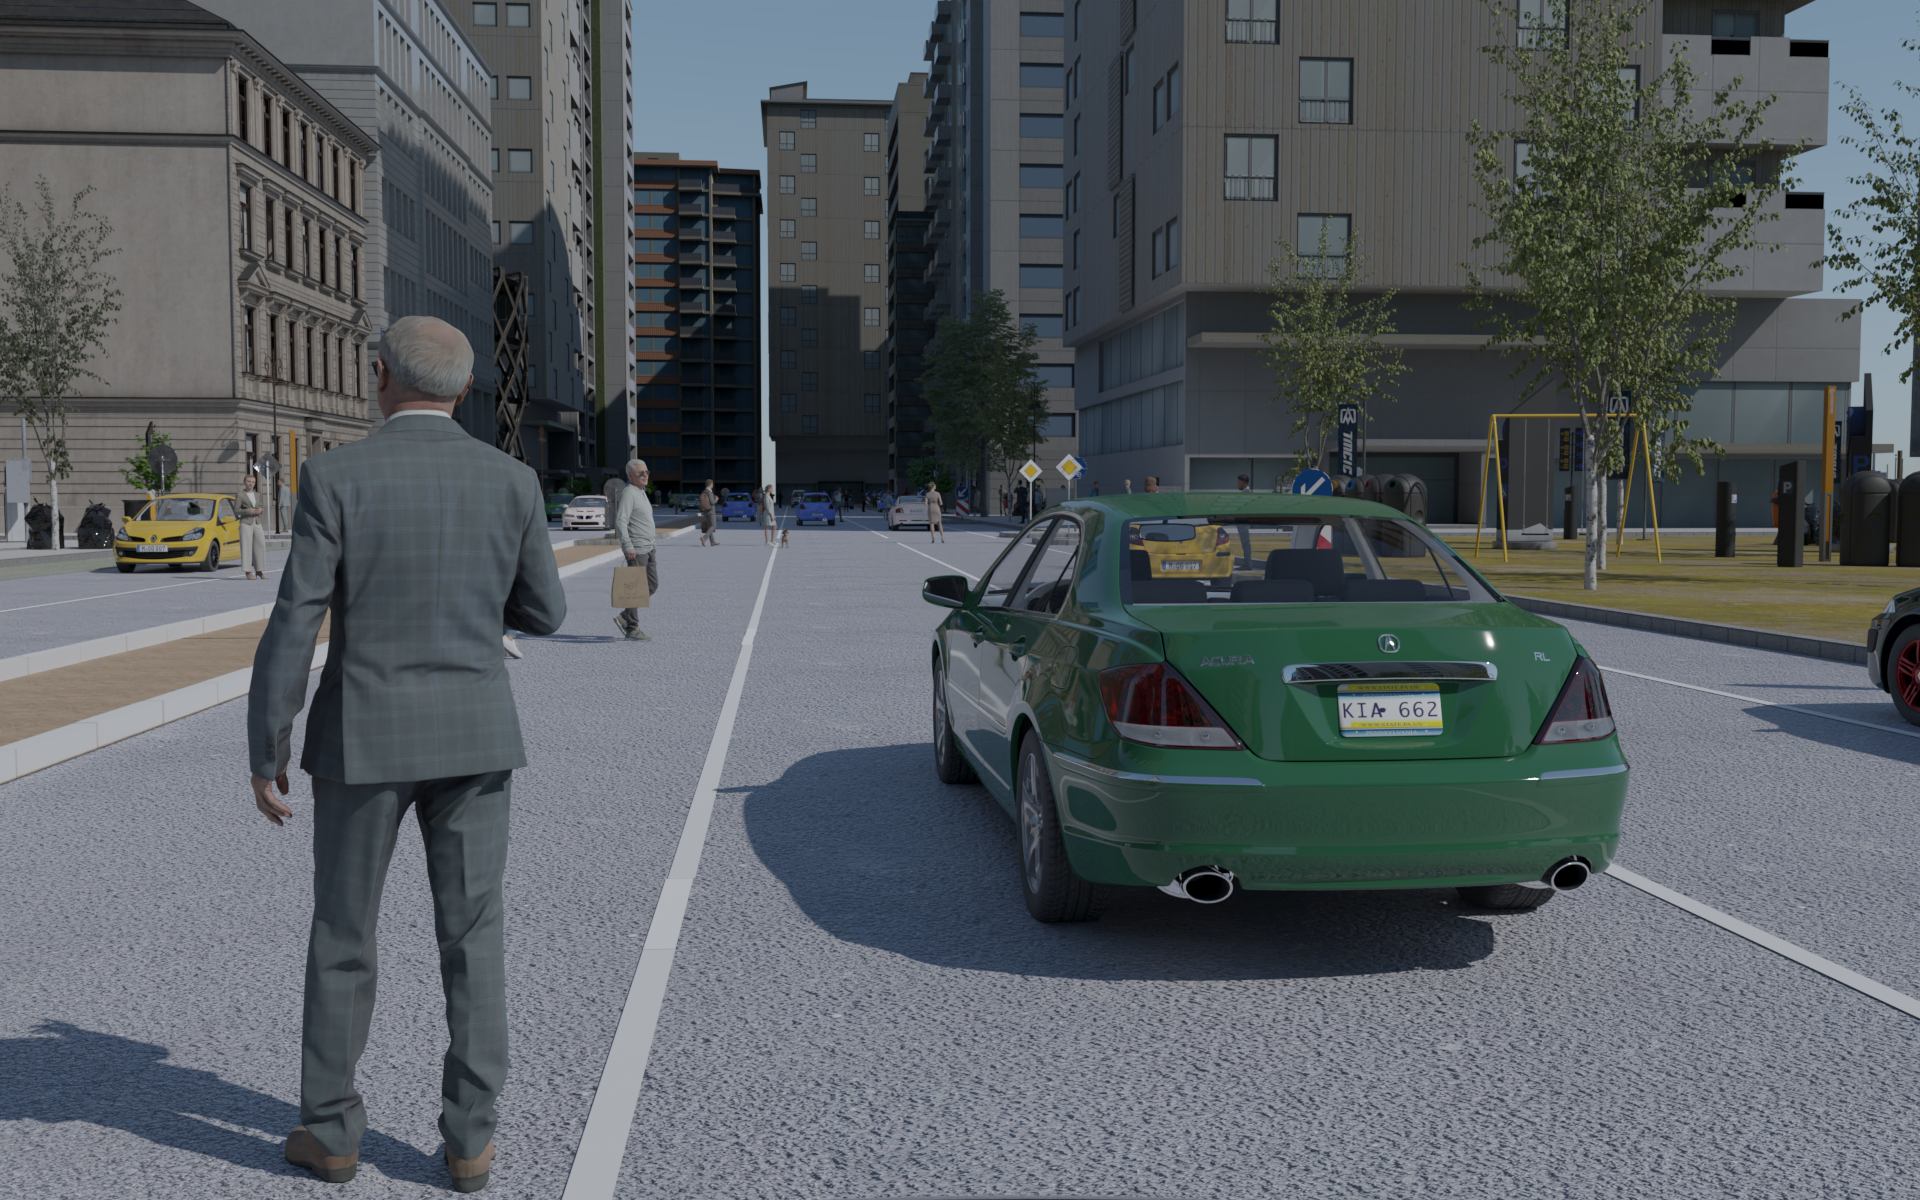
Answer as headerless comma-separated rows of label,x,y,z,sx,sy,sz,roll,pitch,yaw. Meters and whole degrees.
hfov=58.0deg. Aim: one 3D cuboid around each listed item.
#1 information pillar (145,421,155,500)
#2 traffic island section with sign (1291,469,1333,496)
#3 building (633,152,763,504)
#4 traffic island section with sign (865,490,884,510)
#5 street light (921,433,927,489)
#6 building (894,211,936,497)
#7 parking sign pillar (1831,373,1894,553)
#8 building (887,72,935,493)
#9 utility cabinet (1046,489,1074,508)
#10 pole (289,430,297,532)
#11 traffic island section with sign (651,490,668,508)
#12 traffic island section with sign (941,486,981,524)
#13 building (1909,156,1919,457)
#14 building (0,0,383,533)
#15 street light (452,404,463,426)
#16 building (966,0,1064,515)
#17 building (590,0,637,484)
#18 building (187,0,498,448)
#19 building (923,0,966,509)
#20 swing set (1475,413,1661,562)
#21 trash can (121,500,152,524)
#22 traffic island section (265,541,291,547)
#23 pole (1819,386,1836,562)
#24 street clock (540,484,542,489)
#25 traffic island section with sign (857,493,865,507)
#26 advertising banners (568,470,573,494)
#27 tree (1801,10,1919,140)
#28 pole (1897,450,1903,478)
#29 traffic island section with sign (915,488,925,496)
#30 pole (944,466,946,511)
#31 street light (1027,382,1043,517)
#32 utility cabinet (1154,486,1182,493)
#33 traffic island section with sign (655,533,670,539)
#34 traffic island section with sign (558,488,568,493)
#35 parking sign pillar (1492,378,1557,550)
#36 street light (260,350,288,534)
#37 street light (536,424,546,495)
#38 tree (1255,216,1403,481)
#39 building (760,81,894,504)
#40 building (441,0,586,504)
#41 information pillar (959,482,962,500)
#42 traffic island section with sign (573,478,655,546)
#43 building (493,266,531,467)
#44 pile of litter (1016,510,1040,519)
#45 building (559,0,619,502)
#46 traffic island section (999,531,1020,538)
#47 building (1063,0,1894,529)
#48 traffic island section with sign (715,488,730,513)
information pillar,-25.897,-3.918,55.415,0.183,3.616,0.504,0,4,-6
traffic island section with sign,5.322,-1.173,27.810,1.989,1.847,2.006,0,4,-6
building,-40.024,-34.857,224.542,28.867,44.769,22.147,0,4,-6
traffic island section with sign,-7.477,-9.202,159.087,1.989,1.847,2.006,0,4,-6
street light,-2.766,-9.743,132.078,0.468,5.910,1.993,0,4,-6
building,0.062,-24.920,179.140,14.160,30.474,14.107,0,4,-6
parking sign pillar,19.794,-3.035,38.101,1.447,3.967,1.447,2,4,25
building,3.025,-35.065,197.012,21.300,48.544,21.600,0,4,-6
utility cabinet,4.068,-3.748,69.958,1.173,1.500,0.318,0,4,-4
pole,-21.242,-3.752,55.181,0.158,3.312,0.155,0,3,0
traffic island section with sign,-32.011,-10.713,183.789,1.989,1.847,2.006,0,4,-6
traffic island section with sign,-0.073,-4.559,83.159,1.989,1.847,2.006,0,4,-6
building,48.865,-23.527,68.263,14.086,41.232,14.154,0,4,-6
building,-29.331,-12.279,65.390,10.561,19.102,19.286,0,4,-6
street light,-24.831,-6.893,85.495,0.468,5.910,1.993,0,4,-6
building,10.930,-35.285,118.915,21.231,58.520,28.212,0,4,-6
building,-50.676,-39.757,192.024,28.212,58.520,21.231,0,4,-6
building,-32.121,-19.077,89.409,11.434,29.767,29.804,0,4,-6
building,8.366,-32.847,156.653,23.786,49.044,30.456,0,4,-6
swing set,11.990,-2.222,33.956,3.119,2.851,2.862,0,4,5
trash can,-20.736,-1.959,43.679,0.748,1.137,0.748,0,3,0
traffic island section,-19.062,-1.555,47.701,2.009,0.180,2.903,0,4,-6
pole,16.433,-2.383,32.808,0.158,3.312,0.155,0,3,0
street clock,-30.051,-7.272,123.464,0.471,2.002,0.358,1,4,13
traffic island section with sign,-10.093,-10.843,185.916,1.989,1.847,2.006,0,4,-6
advertising banners,-28.620,-8.003,127.029,0.090,3.025,2.074,0,4,1
tree,14.457,-4.513,24.150,4.737,8.622,4.395,0,3,0
pole,43.829,-5.321,80.844,0.158,3.312,0.155,0,3,0
traffic island section with sign,-2.689,-6.199,109.988,1.989,1.847,2.006,0,4,-6
pole,-1.105,-8.196,127.848,0.158,3.312,0.155,0,3,0
street light,3.076,-6.045,71.625,0.468,5.910,1.993,0,4,-6
utility cabinet,5.907,-2.491,49.411,0.318,1.500,1.173,-1,4,-23
traffic island section with sign,-10.487,-2.940,56.211,2.006,1.907,1.989,0,4,-6
traffic island section with sign,-24.527,-6.022,107.088,1.989,1.847,2.006,0,4,-6
parking sign pillar,13.162,-3.169,40.278,1.447,3.967,1.447,-1,4,-21
street light,-21.958,-5.062,55.553,0.468,5.910,1.993,0,4,-6
street light,-27.743,-8.695,114.951,0.468,5.910,1.993,0,4,-6
tree,9.823,-5.910,46.993,4.737,8.622,4.395,0,3,0
building,-12.325,-39.228,230.614,27.495,52.752,28.713,0,4,-6
building,-46.120,-33.847,142.640,28.713,52.752,27.495,0,4,-6
information pillar,0.071,-6.440,109.784,0.304,2.012,0.304,0,4,0
traffic island section with sign,-9.778,-2.489,48.838,2.006,1.907,1.989,0,4,-6
building,-36.980,-15.016,112.967,16.820,18.784,16.811,0,4,-6
pile of litter,3.734,-4.655,90.070,1.719,0.858,1.176,2,4,23
building,-44.005,-44.542,166.515,20.563,71.187,20.611,0,4,-6
traffic island section,2.400,-2.173,57.804,2.009,0.180,2.903,0,4,-6
building,19.340,-29.652,74.050,27.495,52.752,28.713,0,4,-6
traffic island section with sign,-17.789,-7.514,130.996,2.006,1.907,1.989,0,4,-6
